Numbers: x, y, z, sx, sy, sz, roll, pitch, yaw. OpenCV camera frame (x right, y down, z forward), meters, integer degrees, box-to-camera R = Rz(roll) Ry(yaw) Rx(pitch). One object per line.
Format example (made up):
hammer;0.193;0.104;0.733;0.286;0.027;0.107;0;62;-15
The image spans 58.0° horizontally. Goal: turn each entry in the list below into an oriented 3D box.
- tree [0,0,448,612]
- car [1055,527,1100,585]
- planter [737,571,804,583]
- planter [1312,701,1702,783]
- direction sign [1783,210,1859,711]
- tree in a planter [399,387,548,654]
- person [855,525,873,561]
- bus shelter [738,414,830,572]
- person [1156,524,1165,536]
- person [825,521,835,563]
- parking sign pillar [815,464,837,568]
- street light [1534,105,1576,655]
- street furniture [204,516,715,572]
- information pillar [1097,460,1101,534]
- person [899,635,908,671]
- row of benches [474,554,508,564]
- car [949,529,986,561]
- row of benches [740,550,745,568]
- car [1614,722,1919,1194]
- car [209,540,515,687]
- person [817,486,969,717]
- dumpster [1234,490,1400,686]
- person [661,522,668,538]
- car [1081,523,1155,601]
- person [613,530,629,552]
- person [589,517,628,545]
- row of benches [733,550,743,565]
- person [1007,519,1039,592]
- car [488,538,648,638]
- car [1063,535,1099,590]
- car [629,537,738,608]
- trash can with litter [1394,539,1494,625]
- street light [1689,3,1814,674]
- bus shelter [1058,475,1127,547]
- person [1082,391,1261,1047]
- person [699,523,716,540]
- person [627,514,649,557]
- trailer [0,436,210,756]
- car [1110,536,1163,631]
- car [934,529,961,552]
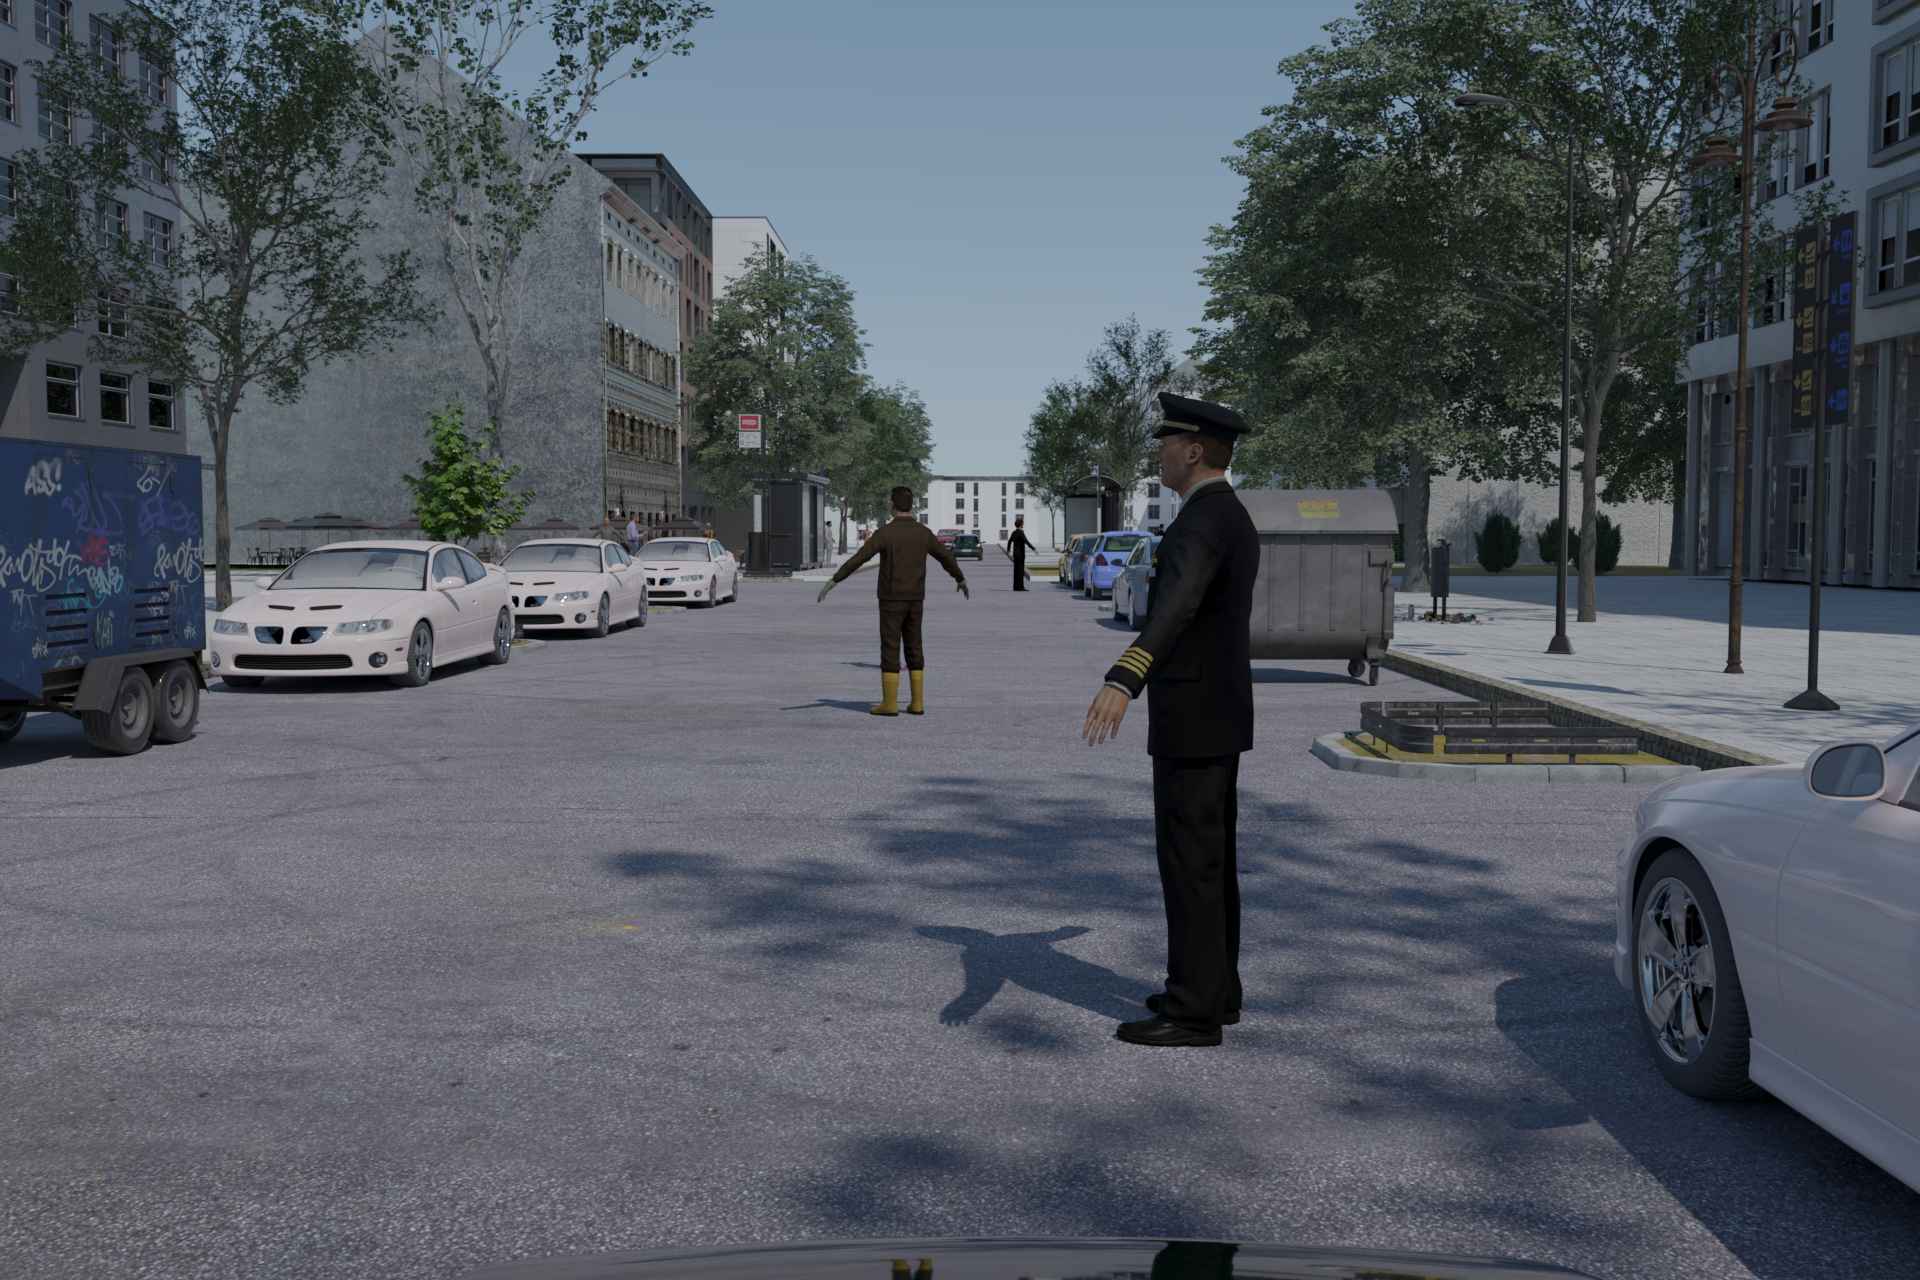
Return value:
tree;-12.244;-5.720;27.939;8.767;10.594;7.601;1;4;13
car;3.783;-2.454;50.348;2.015;1.641;3.980;0;4;0
planter;-5.743;-1.894;52.109;1.991;0.319;1.994;0;4;1
planter;3.297;0.622;10.963;1.991;0.319;1.994;0;4;1
direction sign;6.266;-1.262;12.634;0.379;3.537;0.876;0;4;1
tree in a planter;-6.181;-1.467;21.201;1.991;3.239;1.994;0;4;2
person;-4.379;-4.607;82.128;1.217;1.733;0.721;-1;4;-10
bus shelter;-6.168;-5.066;60.453;2.179;5.291;8.768;0;4;3
person;9.037;-4.289;76.852;0.721;1.740;1.216;-2;4;-25
person;-5.111;-3.778;67.950;0.705;1.806;1.347;0;4;6
parking sign pillar;-5.424;-4.751;66.157;1.447;3.967;1.447;0;4;0
street light;6.990;-2.806;18.413;1.470;5.913;1.316;0;4;0
street furniture;-23.391;-3.548;63.034;27.439;1.986;14.083;0;4;4
information pillar;4.424;-3.904;55.191;0.183;3.616;0.504;0;4;2
person;-0.596;-0.401;18.288;0.599;1.433;0.991;0;4;-3
row of benches;-15.246;-2.382;54.405;4.104;0.672;1.422;0;4;3
car;0.379;-5.139;93.807;2.009;1.686;4.222;0;4;1
row of benches;-8.170;-3.138;66.768;1.422;0.672;4.104;0;4;-7
car;2.753;0.574;2.981;2.083;1.381;4.827;0;3;0
car;-5.940;-0.328;17.721;2.083;1.381;4.827;0;4;1
person;-0.478;-0.313;13.705;1.346;1.812;0.704;-2;4;-30
dumpster;3.211;-0.525;16.804;1.865;1.857;1.264;0;4;0
person;-12.290;-4.015;71.863;0.704;1.802;1.346;0;4;-1
car;3.681;-1.773;38.586;1.945;1.707;3.694;0;4;0
person;-13.929;-4.031;72.031;1.348;1.813;0.705;-3;5;-42
person;-10.824;-2.865;53.113;1.348;1.796;0.705;-1;4;-10
row of benches;-7.505;-3.434;71.604;4.104;0.672;1.422;2;4;27
person;1.505;-2.118;43.278;0.705;1.806;1.347;-2;4;-31
car;-5.806;-0.797;25.401;2.083;1.381;4.827;0;4;1
car;3.774;-2.080;46.014;2.014;1.417;4.499;0;4;0
car;-5.653;-1.386;35.019;2.083;1.381;4.827;0;4;1
trash can with litter;7.040;-0.878;25.415;1.678;1.210;2.233;0;4;1
street light;7.133;-2.630;15.788;0.468;5.910;1.993;0;4;1
bus shelter;4.654;-4.146;61.711;2.014;3.302;5.546;0;4;0
person;0.655;0.210;4.965;0.705;1.837;1.347;1;4;21
person;-13.205;-5.194;90.683;0.705;1.858;1.354;3;4;37
person;-9.050;-2.616;48.684;0.599;1.838;0.709;-1;4;-21
trailer;-6.060;-0.229;10.789;1.471;1.999;3.904;0;4;1
car;3.396;-0.919;27.024;2.014;1.417;4.499;0;4;0
car;-0.746;-6.781;119.547;2.281;1.827;5.304;0;4;1
